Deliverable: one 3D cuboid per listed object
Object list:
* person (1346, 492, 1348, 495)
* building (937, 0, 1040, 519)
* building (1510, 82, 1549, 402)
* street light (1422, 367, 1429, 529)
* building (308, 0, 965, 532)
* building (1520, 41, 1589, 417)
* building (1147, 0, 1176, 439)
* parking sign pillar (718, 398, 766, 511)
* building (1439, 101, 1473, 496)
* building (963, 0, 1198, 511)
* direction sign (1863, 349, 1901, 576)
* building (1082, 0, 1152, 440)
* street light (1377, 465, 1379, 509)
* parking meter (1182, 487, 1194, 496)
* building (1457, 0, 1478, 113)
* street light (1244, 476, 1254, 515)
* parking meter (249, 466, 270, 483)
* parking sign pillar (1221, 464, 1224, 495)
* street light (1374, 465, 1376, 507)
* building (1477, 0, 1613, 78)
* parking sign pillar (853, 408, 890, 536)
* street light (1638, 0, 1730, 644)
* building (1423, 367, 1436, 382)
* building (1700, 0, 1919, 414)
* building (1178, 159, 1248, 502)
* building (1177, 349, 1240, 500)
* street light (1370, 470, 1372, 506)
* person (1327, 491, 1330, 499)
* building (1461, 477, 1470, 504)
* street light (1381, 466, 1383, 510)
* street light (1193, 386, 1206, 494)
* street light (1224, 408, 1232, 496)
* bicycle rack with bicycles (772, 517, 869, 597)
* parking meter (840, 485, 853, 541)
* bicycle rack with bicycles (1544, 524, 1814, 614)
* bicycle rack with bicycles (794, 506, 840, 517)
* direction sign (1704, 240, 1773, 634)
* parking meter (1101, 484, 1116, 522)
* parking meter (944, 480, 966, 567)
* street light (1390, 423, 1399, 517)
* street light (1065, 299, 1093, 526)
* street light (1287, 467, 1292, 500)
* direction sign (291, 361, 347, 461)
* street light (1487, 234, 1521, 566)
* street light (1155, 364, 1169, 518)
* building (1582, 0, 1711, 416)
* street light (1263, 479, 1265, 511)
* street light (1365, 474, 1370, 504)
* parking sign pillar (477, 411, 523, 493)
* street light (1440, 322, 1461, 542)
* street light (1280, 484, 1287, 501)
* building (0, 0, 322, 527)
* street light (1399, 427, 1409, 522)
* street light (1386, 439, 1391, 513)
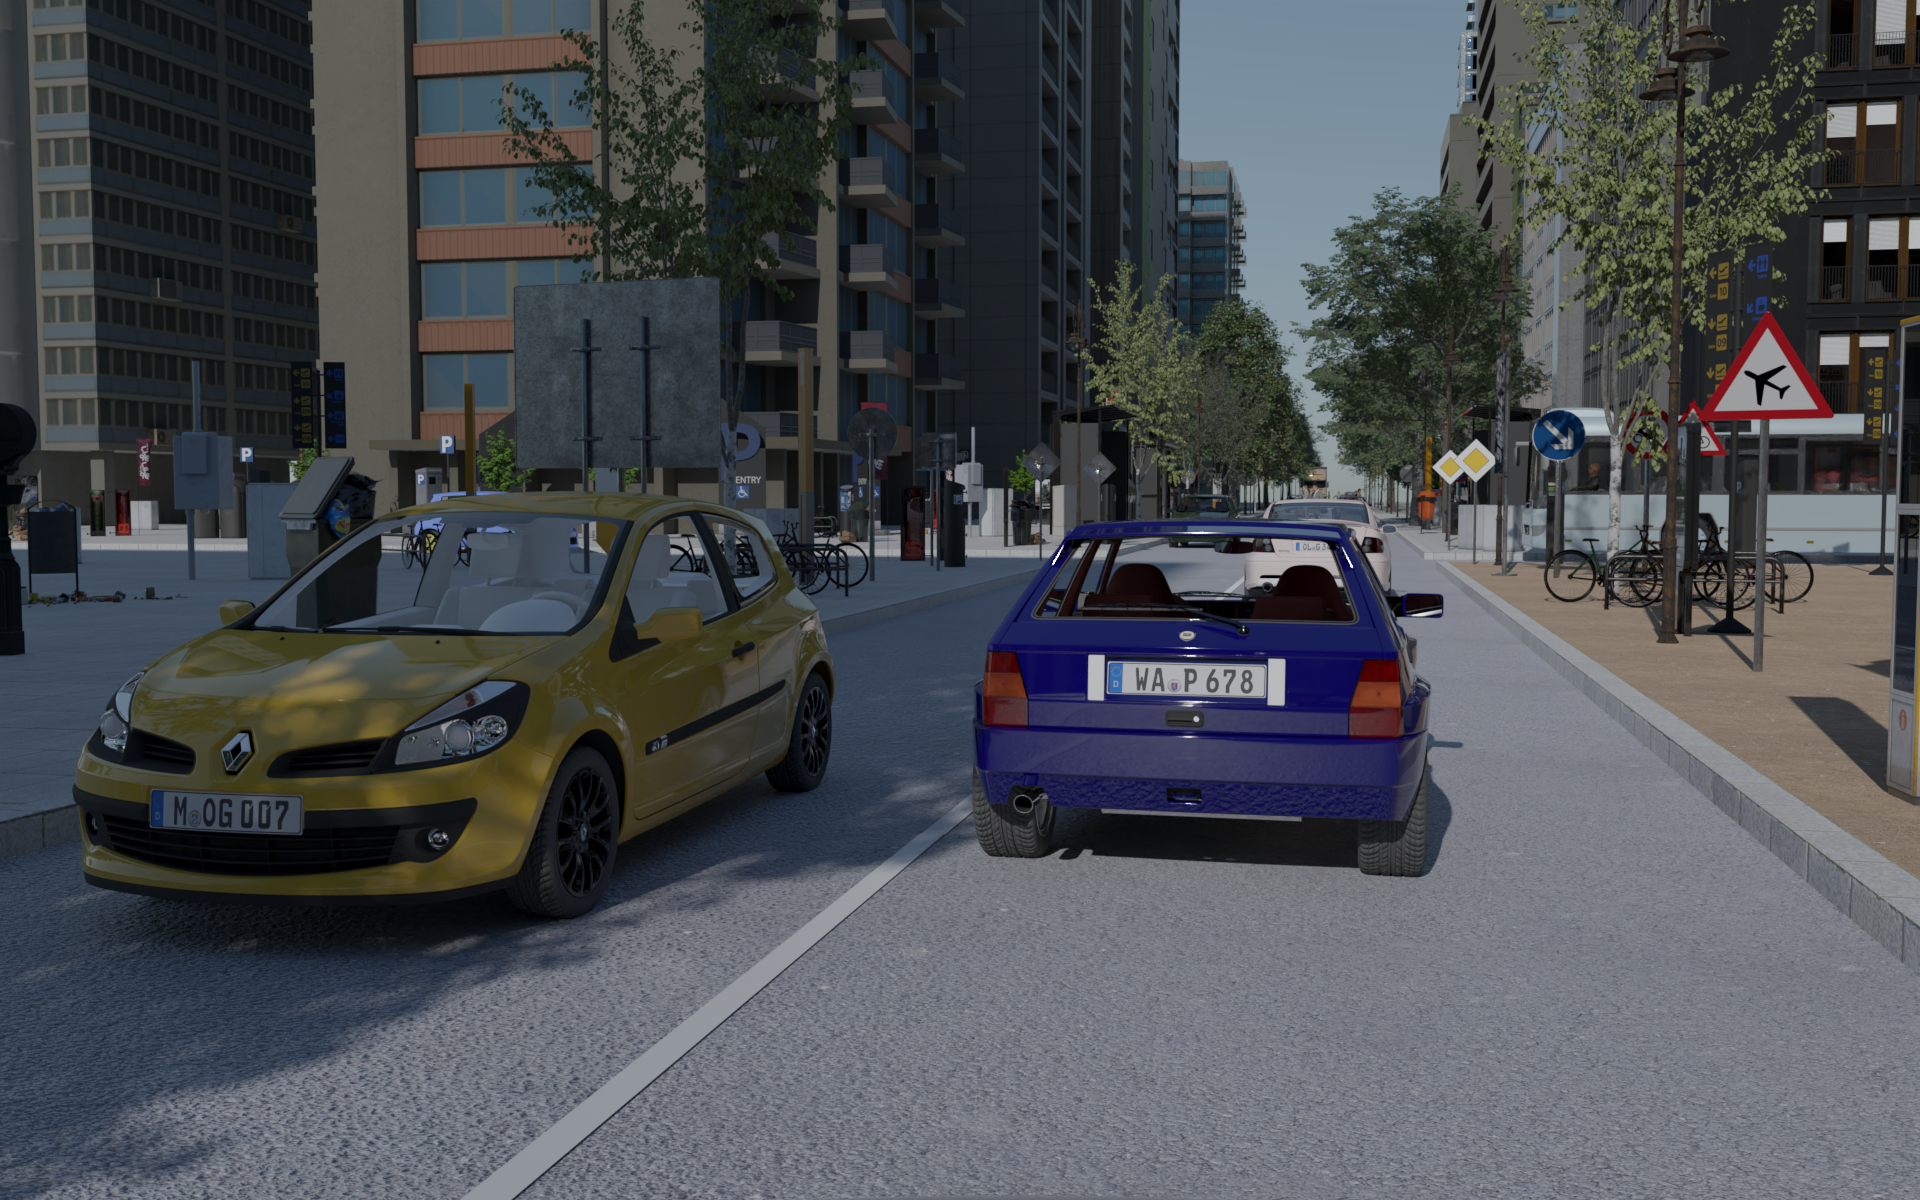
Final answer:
[{"bbox_3d":[54.611,-14.406,244.868,0.721,1.723,1.217,0,4,1],"label":"person"},{"bbox_3d":[-1.592,-40.331,97.661,20.563,71.187,20.611,1,4,13],"label":"building"},{"bbox_3d":[46.476,-21.531,123.730,14.160,30.474,14.107,1,4,13],"label":"building"},{"bbox_3d":[16.935,-5.521,63.052,0.468,5.910,1.993,1,4,13],"label":"street light"},{"bbox_3d":[-12.179,-25.243,67.344,22.147,44.769,28.867,1,4,13],"label":"building"},{"bbox_3d":[39.540,-17.216,99.497,12.078,24.808,19.932,1,4,13],"label":"building"},{"bbox_3d":[3.623,-34.050,145.948,28.713,52.752,27.495,1,4,13],"label":"building"},{"bbox_3d":[-5.987,-3.618,47.629,1.447,3.967,1.447,0,4,-6],"label":"parking sign pillar"},{"bbox_3d":[69.125,-35.778,208.675,21.300,48.544,21.600,1,4,13],"label":"building"},{"bbox_3d":[12.790,-44.630,167.950,20.563,71.187,20.611,1,4,13],"label":"building"},{"bbox_3d":[14.600,-2.160,27.321,0.876,3.537,0.379,-1,4,-17],"label":"direction sign"},{"bbox_3d":[5.908,-26.969,124.531,14.154,41.232,14.086,1,4,13],"label":"building"},{"bbox_3d":[33.454,-10.062,137.299,0.468,5.910,1.993,1,4,13],"label":"street light"},{"bbox_3d":[8.531,-3.434,64.557,0.372,1.533,0.369,0,3,0],"label":"parking meter"},{"bbox_3d":[75.896,-56.291,233.036,22.319,86.520,31.000,1,4,13],"label":"building"},{"bbox_3d":[17.746,-8.229,107.337,0.468,5.910,1.993,1,4,13],"label":"street light"},{"bbox_3d":[-14.485,-1.845,35.876,0.399,1.863,0.255,2,4,31],"label":"parking meter"},{"bbox_3d":[16.563,-7.466,110.533,1.447,3.967,1.447,1,4,14],"label":"parking sign pillar"},{"bbox_3d":[37.107,-11.053,153.504,0.468,5.910,1.993,1,4,13],"label":"street light"},{"bbox_3d":[53.434,-31.591,140.210,21.300,48.544,21.600,1,4,13],"label":"building"},{"bbox_3d":[-2.894,-3.990,53.716,1.447,3.967,1.447,-2,4,-24],"label":"parking sign pillar"},{"bbox_3d":[6.098,-2.566,14.743,0.468,5.910,1.993,1,4,13],"label":"street light"},{"bbox_3d":[76.006,-29.730,257.788,14.160,30.474,14.107,1,4,13],"label":"building"},{"bbox_3d":[30.534,-13.375,48.359,15.834,23.373,12.332,1,4,13],"label":"building"},{"bbox_3d":[29.734,-38.595,250.630,23.786,49.044,30.456,1,4,13],"label":"building"},{"bbox_3d":[21.188,-23.098,222.685,27.650,21.520,28.899,1,4,13],"label":"building"},{"bbox_3d":[40.707,-12.048,169.778,0.468,5.910,1.993,1,4,13],"label":"street light"},{"bbox_3d":[51.407,-14.252,241.532,0.705,1.823,1.348,-1,4,-9],"label":"person"},{"bbox_3d":[64.101,-28.717,161.402,32.217,40.220,23.993,1,4,13],"label":"building"},{"bbox_3d":[29.721,-9.023,120.314,0.468,5.910,1.993,1,4,13],"label":"street light"},{"bbox_3d":[10.293,-6.226,74.575,0.468,5.910,1.993,1,4,13],"label":"street light"},{"bbox_3d":[14.087,-7.238,91.132,0.468,5.910,1.993,1,4,13],"label":"street light"},{"bbox_3d":[-2.581,-0.560,22.537,2.925,0.926,2.852,0,4,-6],"label":"bicycle rack with bicycles"},{"bbox_3d":[-3.094,-2.379,47.304,0.372,1.533,0.369,0,3,0],"label":"parking meter"},{"bbox_3d":[8.224,-0.396,19.850,2.925,0.926,2.852,2,4,24],"label":"bicycle rack with bicycles"},{"bbox_3d":[-4.409,-2.288,50.795,2.925,0.926,2.852,0,4,1],"label":"bicycle rack with bicycles"},{"bbox_3d":[7.142,-1.466,15.972,0.379,3.537,0.876,-1,4,-13],"label":"direction sign"},{"bbox_3d":[3.794,-2.194,44.286,0.372,1.533,0.369,0,3,0],"label":"parking meter"},{"bbox_3d":[-0.091,-1.348,30.454,0.372,1.533,0.369,0,3,0],"label":"parking meter"},{"bbox_3d":[24.264,-7.529,95.887,0.468,5.910,1.993,1,4,13],"label":"street light"},{"bbox_3d":[2.833,-4.189,41.276,0.468,5.910,1.993,1,4,13],"label":"street light"},{"bbox_3d":[34.263,-12.754,181.317,0.468,5.910,1.993,1,4,13],"label":"street light"},{"bbox_3d":[-10.977,-2.307,29.711,0.876,3.537,0.379,-1,4,-11],"label":"direction sign"},{"bbox_3d":[9.684,-3.558,30.963,0.468,5.910,1.993,1,4,13],"label":"street light"},{"bbox_3d":[6.790,-5.232,58.336,0.468,5.910,1.993,1,4,13],"label":"street light"},{"bbox_3d":[36.818,-17.372,77.541,14.314,27.812,24.014,1,4,13],"label":"building"},{"bbox_3d":[23.203,-9.750,132.197,0.468,5.910,1.993,1,4,13],"label":"street light"},{"bbox_3d":[48.064,-14.068,202.798,0.468,5.910,1.993,1,4,13],"label":"street light"},{"bbox_3d":[-14.106,-3.954,53.121,1.447,3.967,1.447,-2,4,-27],"label":"parking sign pillar"},{"bbox_3d":[13.195,-4.520,46.695,0.468,5.910,1.993,1,4,13],"label":"street light"},{"bbox_3d":[30.565,-11.750,164.897,0.468,5.910,1.993,1,4,13],"label":"street light"},{"bbox_3d":[-43.354,-23.439,75.103,23.993,40.220,32.217,1,4,13],"label":"building"},{"bbox_3d":[20.548,-6.522,79.421,0.468,5.910,1.993,1,4,13],"label":"street light"},{"bbox_3d":[27.949,-8.520,112.085,0.468,5.910,1.993,1,4,13],"label":"street light"}]
